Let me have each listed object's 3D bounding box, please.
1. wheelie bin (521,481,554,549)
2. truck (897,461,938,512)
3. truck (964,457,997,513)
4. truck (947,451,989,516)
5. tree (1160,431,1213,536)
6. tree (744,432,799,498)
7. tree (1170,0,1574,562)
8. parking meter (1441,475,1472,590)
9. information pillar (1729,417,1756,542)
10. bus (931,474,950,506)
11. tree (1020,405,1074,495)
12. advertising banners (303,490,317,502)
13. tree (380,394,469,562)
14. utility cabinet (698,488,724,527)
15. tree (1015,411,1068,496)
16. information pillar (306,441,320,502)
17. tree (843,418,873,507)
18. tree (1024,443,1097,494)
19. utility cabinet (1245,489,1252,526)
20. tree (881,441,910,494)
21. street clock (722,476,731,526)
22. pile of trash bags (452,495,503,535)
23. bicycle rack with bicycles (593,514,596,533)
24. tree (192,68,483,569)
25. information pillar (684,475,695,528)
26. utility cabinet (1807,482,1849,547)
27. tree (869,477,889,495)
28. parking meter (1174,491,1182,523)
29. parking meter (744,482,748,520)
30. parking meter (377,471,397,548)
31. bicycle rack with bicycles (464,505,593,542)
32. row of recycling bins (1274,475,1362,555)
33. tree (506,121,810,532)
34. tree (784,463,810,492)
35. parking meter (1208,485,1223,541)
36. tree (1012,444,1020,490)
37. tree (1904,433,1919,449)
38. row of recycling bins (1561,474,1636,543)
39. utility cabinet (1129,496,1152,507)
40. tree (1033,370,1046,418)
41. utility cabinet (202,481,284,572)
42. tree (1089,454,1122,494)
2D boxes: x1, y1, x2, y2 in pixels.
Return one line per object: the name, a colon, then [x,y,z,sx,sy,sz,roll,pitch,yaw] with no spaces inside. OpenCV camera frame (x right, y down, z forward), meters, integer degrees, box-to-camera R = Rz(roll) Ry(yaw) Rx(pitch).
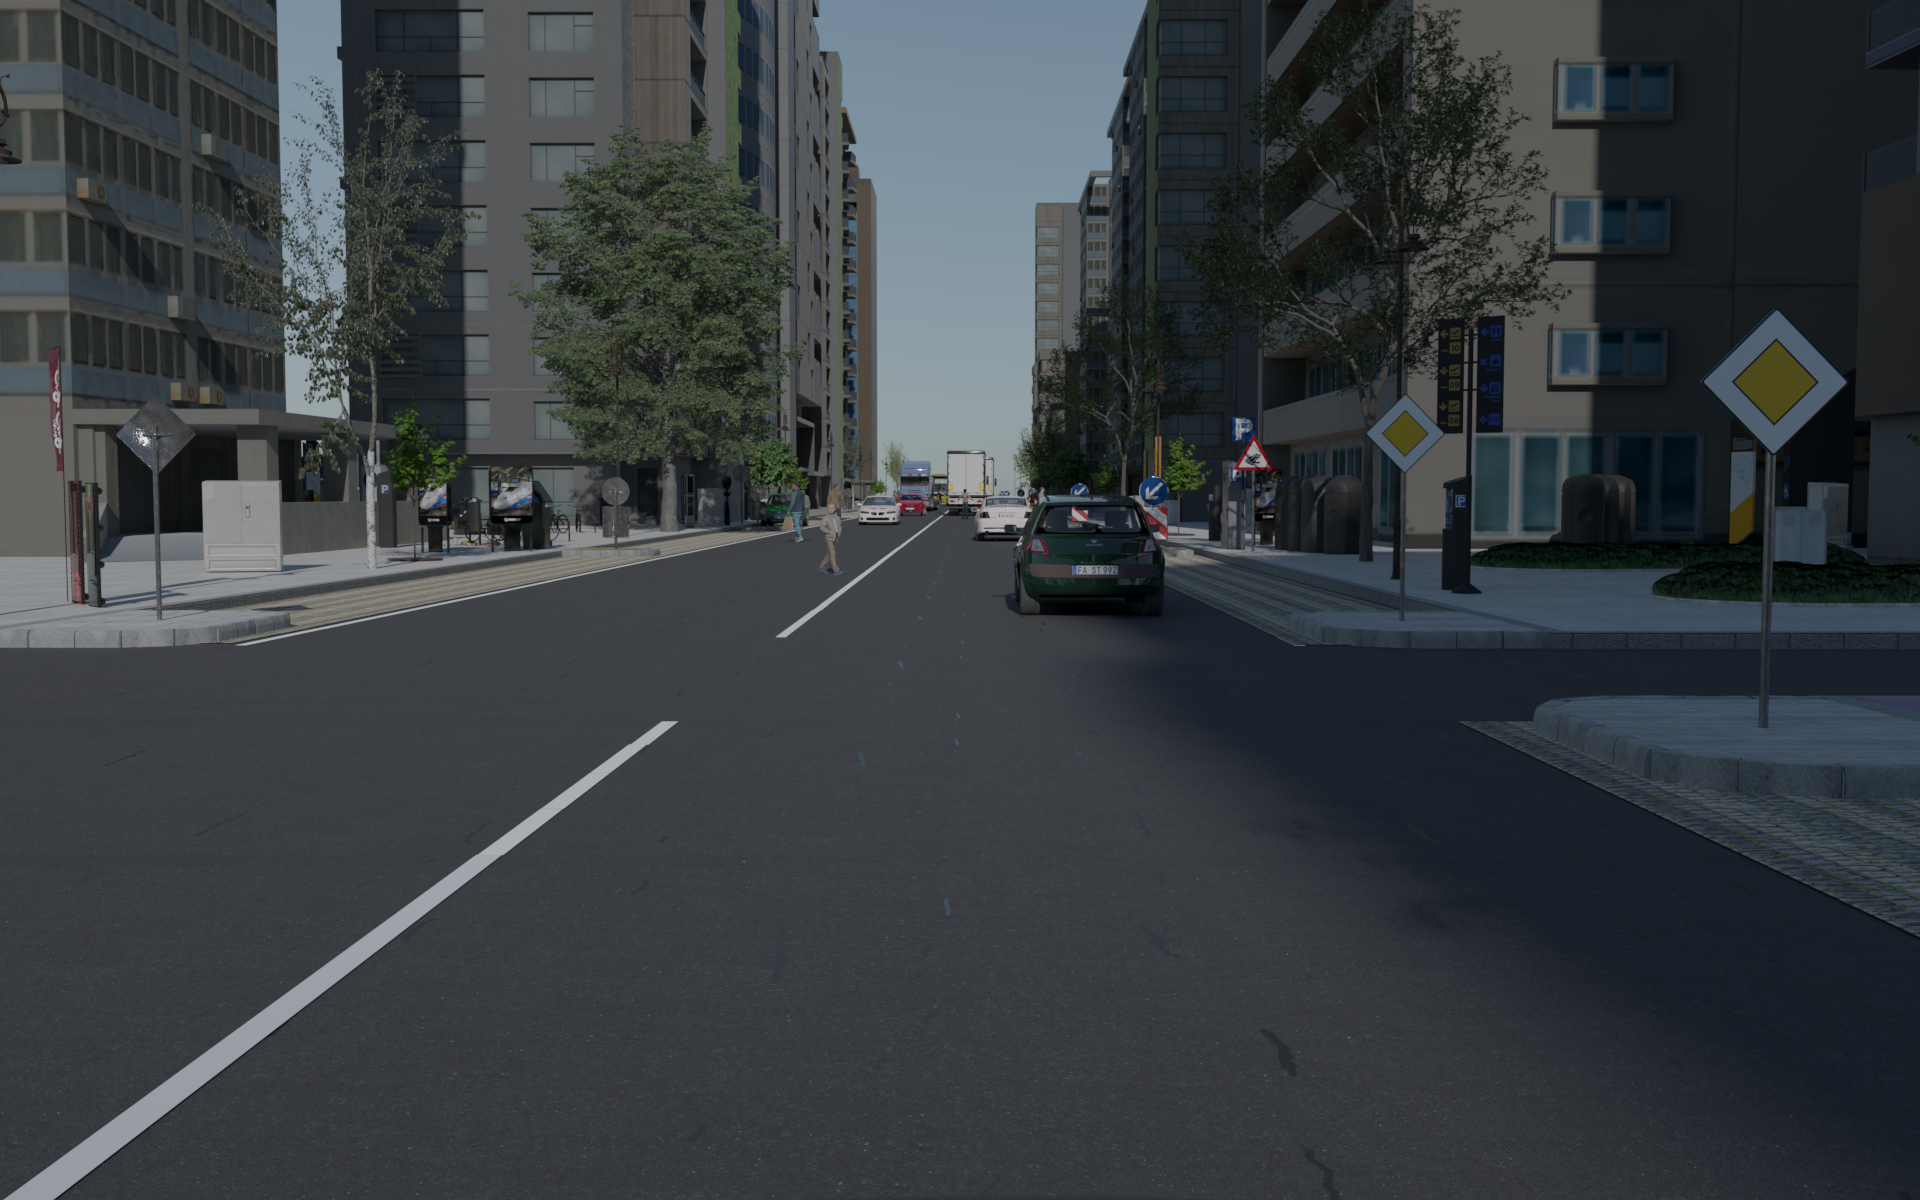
wheelie bin: [-9.893,-1.982,40.309,0.693,1.594,0.980,0,4,4]
truck: [-3.368,-9.623,147.092,2.967,4.110,18.799,0,4,2]
truck: [1.440,-9.031,136.565,2.839,4.237,11.283,0,4,2]
truck: [0.510,-7.852,117.296,2.839,4.237,11.283,0,4,1]
tree: [6.715,-3.596,53.399,1.663,3.219,1.824,0,3,0]
tree: [-9.847,-6.471,89.513,4.285,4.588,4.351,0,3,0]
tree: [7.479,-5.994,32.416,8.767,10.594,7.601,3,5,42]
parking meter: [6.647,-0.903,23.174,0.372,1.533,0.369,0,3,0]
information pillar: [15.362,-2.608,33.990,0.183,3.616,0.504,-2,4,-32]
bus: [-2.363,-13.449,211.435,2.896,3.916,12.252,0,4,2]
tree: [7.282,-11.571,139.544,4.737,8.622,4.395,0,3,0]
advertising banners: [-20.940,-3.514,53.648,2.074,3.025,0.090,0,4,5]
tree: [-10.522,-2.355,33.111,1.663,3.219,1.824,0,3,0]
utility cabinet: [-9.732,-3.610,67.695,0.318,1.500,1.173,2,4,34]
tree: [7.153,-12.128,148.647,4.360,8.622,3.978,0,3,0]
information pillar: [-24.319,-4.509,65.081,0.504,3.616,0.183,-1,4,-11]
tree: [-10.338,-13.286,167.593,4.360,8.622,3.978,0,3,0]
tree: [7.150,-7.813,111.456,4.285,4.588,4.351,0,3,0]
utility cabinet: [11.284,-3.689,68.986,0.318,1.500,1.173,3,4,37]
tree: [-8.892,-18.321,249.905,4.737,8.622,4.395,0,3,0]
street clock: [-9.459,-4.022,70.334,0.358,2.002,0.471,1,4,11]
pile of trash bags: [-15.678,-2.759,54.868,3.447,1.369,1.912,0,4,8]
bicycle rack with bicycles: [-13.306,-2.695,57.441,2.852,0.926,2.925,-2,4,-27]
tree: [-10.355,-4.842,29.536,4.360,8.622,3.978,0,3,0]
information pillar: [-10.325,-3.767,66.083,0.304,2.012,0.304,-2,4,-26]
utility cabinet: [16.455,-1.477,32.836,1.173,1.500,0.318,-3,5,-42]
tree: [-9.438,-12.154,193.317,1.663,3.219,1.824,0,3,0]
parking meter: [9.819,-4.419,77.961,0.255,1.863,0.399,2,4,34]
parking meter: [-10.738,-4.896,85.754,0.399,1.863,0.255,-3,5,-40]
parking meter: [-13.637,-2.172,41.218,0.399,1.863,0.255,0,4,7]
bicycle rack with bicycles: [-12.031,-2.055,46.977,2.925,0.926,2.852,-3,5,-40]
row of recycling bins: [7.903,-1.909,38.332,1.069,1.692,3.534,-1,4,-12]
tree: [-9.990,-9.289,58.525,9.857,13.997,8.962,0,3,0]
tree: [-9.893,-6.786,105.550,1.663,3.219,1.824,0,3,0]
parking meter: [6.999,-2.387,47.442,0.372,1.533,0.369,0,3,0]
tree: [7.500,-14.144,181.623,4.737,8.622,4.395,0,3,0]
tree: [14.841,-1.865,25.087,1.663,3.219,1.824,0,3,0]
row of recycling bins: [13.585,-1.809,36.695,1.069,1.692,3.534,2,4,34]
utility cabinet: [6.713,-3.230,63.975,1.020,1.237,0.306,3,5,43]
tree: [6.689,-8.456,72.663,8.767,10.594,7.601,2,4,29]
utility cabinet: [-11.749,-1.205,28.385,1.173,1.500,0.318,-1,4,-14]
tree: [7.026,-5.494,84.422,1.663,3.219,1.824,0,3,0]
